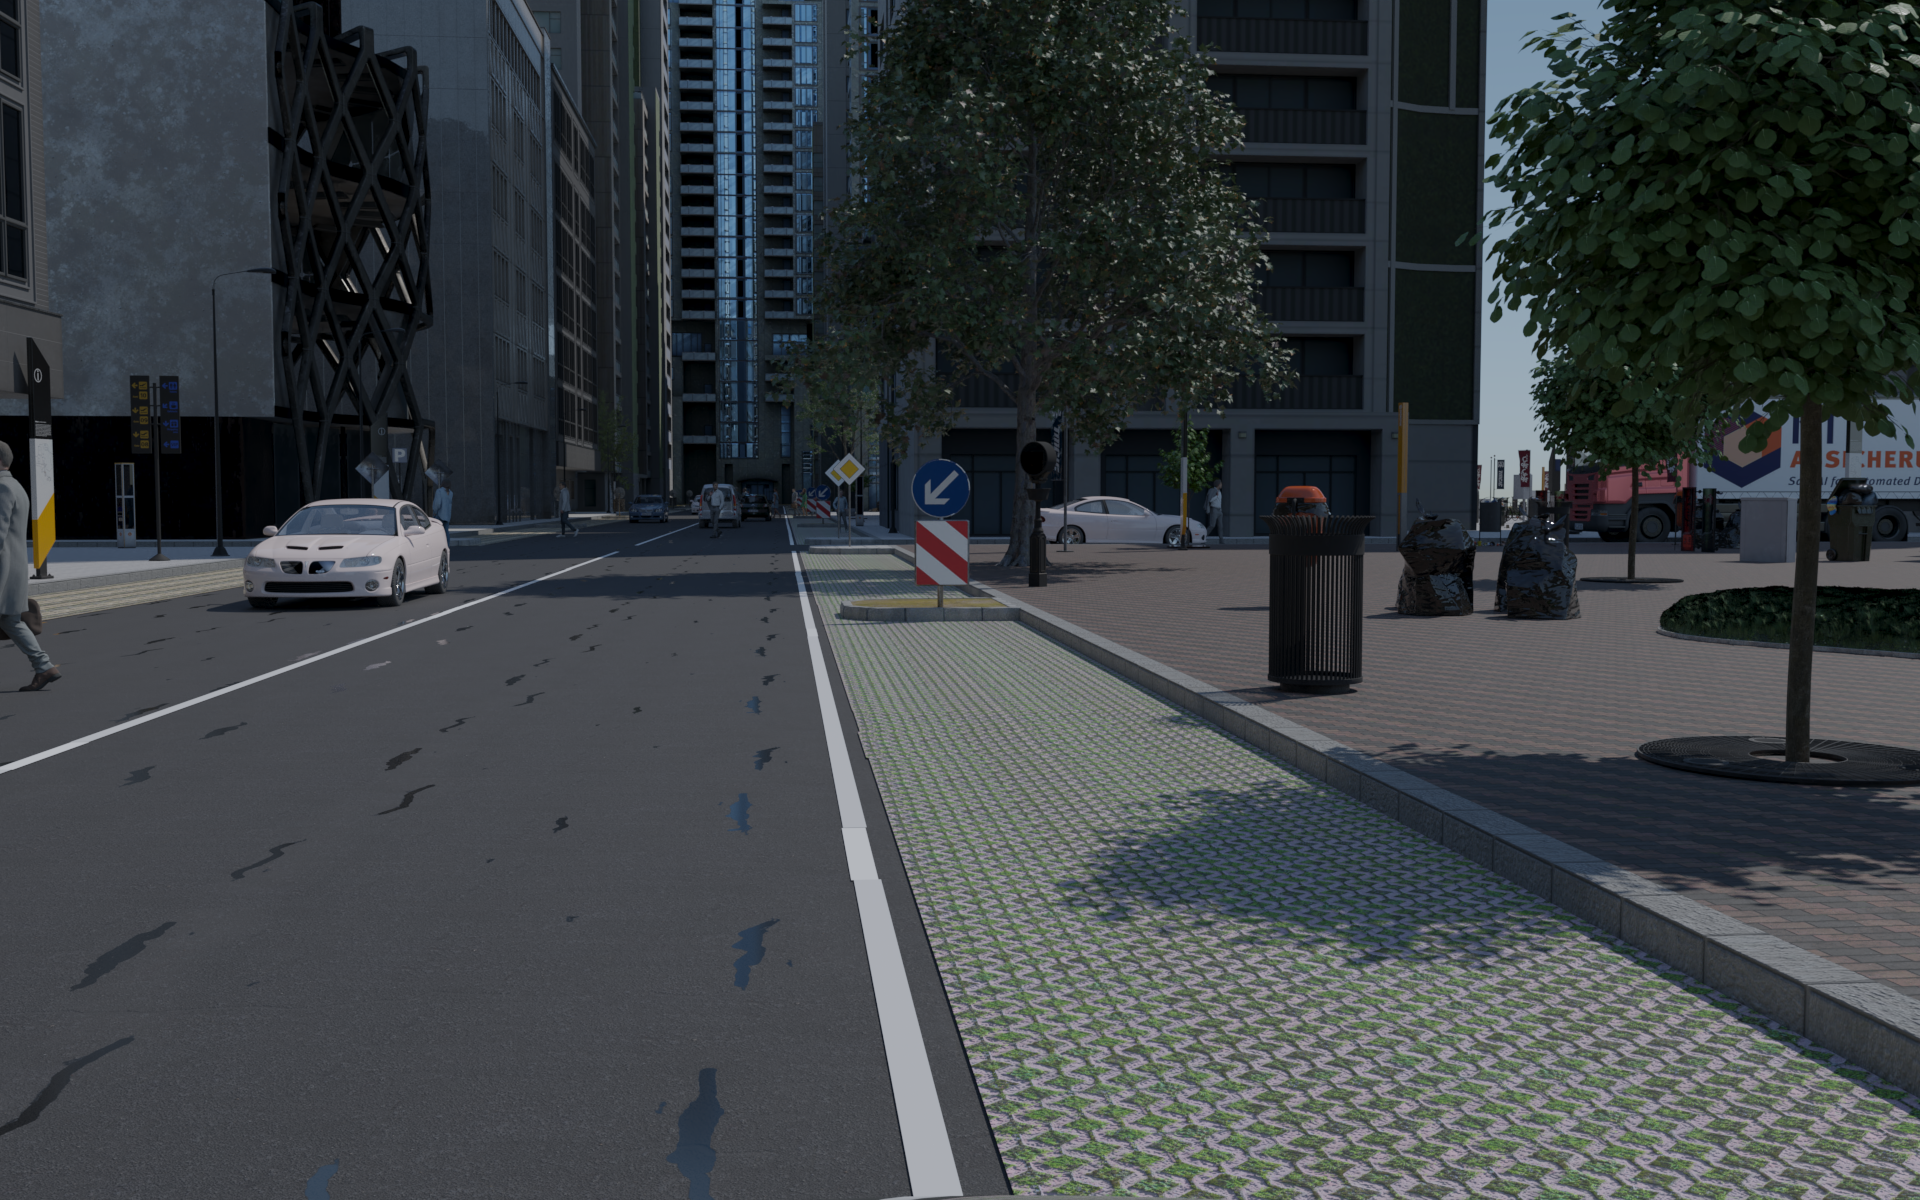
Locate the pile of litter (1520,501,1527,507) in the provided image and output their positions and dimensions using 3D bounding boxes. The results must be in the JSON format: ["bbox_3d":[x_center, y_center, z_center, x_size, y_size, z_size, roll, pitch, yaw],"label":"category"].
[{"bbox_3d":[40.154,-6.755,124.408,1.176,0.858,1.719,2,4,29],"label":"pile of litter"}]

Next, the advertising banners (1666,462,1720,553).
[{"bbox_3d":[16.352,-2.605,38.783,0.090,3.025,2.074,-1,4,-10],"label":"advertising banners"}]

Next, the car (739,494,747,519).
[{"bbox_3d":[-13.062,-5.472,99.252,2.009,1.686,4.222,0,4,-7],"label":"car"}]

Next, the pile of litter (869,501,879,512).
[{"bbox_3d":[-5.983,-6.721,123.850,1.176,0.858,1.719,1,4,14],"label":"pile of litter"}]

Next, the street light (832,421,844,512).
[{"bbox_3d":[-5.059,-6.524,79.215,1.470,5.913,1.316,0,4,-6],"label":"street light"}]

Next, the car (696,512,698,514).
[{"bbox_3d":[-18.701,-7.089,128.481,1.945,1.354,3.894,0,4,-5],"label":"car"}]

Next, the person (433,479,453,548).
[{"bbox_3d":[-12.108,-1.947,40.603,0.793,1.790,0.793,-1,4,-10],"label":"person"}]

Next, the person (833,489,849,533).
[{"bbox_3d":[-4.382,-3.270,63.778,0.589,1.601,0.330,0,4,-7],"label":"person"}]

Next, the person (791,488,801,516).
[{"bbox_3d":[-10.844,-6.412,113.462,0.853,1.813,0.709,-3,5,-41],"label":"person"}]

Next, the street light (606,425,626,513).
[{"bbox_3d":[-23.213,-8.835,116.987,1.470,5.913,1.316,0,4,-6],"label":"street light"}]

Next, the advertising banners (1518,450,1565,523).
[{"bbox_3d":[22.908,-4.400,68.122,2.074,3.025,0.090,3,5,43],"label":"advertising banners"}]

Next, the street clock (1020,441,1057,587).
[{"bbox_3d":[1.079,-1.185,23.949,0.471,2.002,0.358,3,4,38],"label":"street clock"}]

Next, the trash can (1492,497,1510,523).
[{"bbox_3d":[23.851,-3.959,76.391,0.748,1.137,0.748,0,3,0],"label":"trash can"}]

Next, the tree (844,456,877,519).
[{"bbox_3d":[-5.379,-5.779,89.094,1.663,3.219,1.824,0,3,0],"label":"tree"}]

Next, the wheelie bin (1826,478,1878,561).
[{"bbox_3d":[17.104,-1.545,33.167,0.980,1.594,0.693,-1,4,-20],"label":"wheelie bin"}]

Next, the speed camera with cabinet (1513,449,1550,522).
[{"bbox_3d":[25.505,-5.073,77.283,2.038,3.252,0.660,-3,4,-39],"label":"speed camera with cabinet"}]

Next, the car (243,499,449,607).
[{"bbox_3d":[-8.204,-0.681,23.497,2.083,1.381,4.827,0,4,-5],"label":"car"}]

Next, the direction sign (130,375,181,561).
[{"bbox_3d":[-15.381,-2.518,33.173,0.876,3.537,0.379,-1,4,-9],"label":"direction sign"}]

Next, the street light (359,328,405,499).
[{"bbox_3d":[-16.221,-4.649,48.556,1.470,5.913,1.316,0,4,-6],"label":"street light"}]

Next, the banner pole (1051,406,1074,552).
[{"bbox_3d":[2.228,-2.963,38.467,0.401,3.779,0.863,-2,4,-27],"label":"banner pole"}]

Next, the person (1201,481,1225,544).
[{"bbox_3d":[6.973,-2.379,47.502,0.850,1.850,0.679,2,4,32],"label":"person"}]

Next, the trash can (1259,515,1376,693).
[{"bbox_3d":[2.327,0.020,11.327,0.748,1.137,0.748,0,3,0],"label":"trash can"}]

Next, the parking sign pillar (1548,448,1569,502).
[{"bbox_3d":[32.897,-6.571,95.907,1.447,3.967,1.447,1,4,9],"label":"parking sign pillar"}]

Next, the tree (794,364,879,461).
[{"bbox_3d":[-7.595,-11.614,115.646,9.928,11.665,9.643,0,3,0],"label":"tree"}]

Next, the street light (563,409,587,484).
[{"bbox_3d":[-20.970,-7.442,94.213,1.470,5.913,1.316,0,4,-6],"label":"street light"}]

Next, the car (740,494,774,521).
[{"bbox_3d":[-10.929,-5.040,92.192,2.009,1.686,4.222,0,4,-4],"label":"car"}]

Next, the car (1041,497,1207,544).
[{"bbox_3d":[4.075,-2.023,45.439,4.827,1.381,2.083,0,4,-6],"label":"car"}]

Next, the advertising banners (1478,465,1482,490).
[{"bbox_3d":[30.517,-6.570,103.613,0.090,3.025,2.074,-1,4,-23],"label":"advertising banners"}]

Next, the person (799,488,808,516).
[{"bbox_3d":[-9.956,-6.253,110.986,0.529,1.795,0.600,-3,4,-36],"label":"person"}]

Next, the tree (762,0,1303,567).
[{"bbox_3d":[1.283,-6.954,30.712,9.611,12.733,9.660,0,3,0],"label":"tree"}]

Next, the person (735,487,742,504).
[{"bbox_3d":[-11.457,-4.901,88.808,0.661,1.801,0.590,1,4,22],"label":"person"}]

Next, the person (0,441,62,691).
[{"bbox_3d":[-6.910,-0.233,12.416,0.767,1.812,0.694,-1,4,-18],"label":"person"}]

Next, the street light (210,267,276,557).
[{"bbox_3d":[-14.723,-3.857,35.602,1.470,5.913,1.316,0,4,-6],"label":"street light"}]

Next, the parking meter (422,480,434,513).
[{"bbox_3d":[-21.456,-3.923,69.856,0.399,1.863,0.255,0,4,-2],"label":"parking meter"}]

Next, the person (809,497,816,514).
[{"bbox_3d":[-10.741,-7.091,125.902,0.593,1.643,0.415,-1,4,-13],"label":"person"}]

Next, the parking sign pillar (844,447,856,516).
[{"bbox_3d":[-6.378,-6.826,100.070,1.447,3.967,1.447,-1,4,-15],"label":"parking sign pillar"}]

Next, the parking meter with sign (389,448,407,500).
[{"bbox_3d":[-21.686,-4.298,66.527,0.543,3.016,1.738,-2,4,-30],"label":"parking meter with sign"}]

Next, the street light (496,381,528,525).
[{"bbox_3d":[-18.465,-6.042,71.331,1.470,5.913,1.316,0,4,-6],"label":"street light"}]

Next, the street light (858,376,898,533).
[{"bbox_3d":[-2.728,-5.132,56.450,1.470,5.913,1.316,0,4,-6],"label":"street light"}]

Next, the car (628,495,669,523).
[{"bbox_3d":[-15.615,-4.588,87.010,2.014,1.417,4.499,0,4,-6],"label":"car"}]

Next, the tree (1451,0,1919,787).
[{"bbox_3d":[3.997,-1.489,8.058,4.285,4.588,4.351,0,3,0],"label":"tree"}]

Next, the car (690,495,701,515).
[{"bbox_3d":[-17.923,-6.691,121.764,2.083,1.381,4.827,0,4,-8],"label":"car"}]

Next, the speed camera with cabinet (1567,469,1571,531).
[{"bbox_3d":[22.159,-4.026,60.161,2.038,3.252,0.660,1,4,20],"label":"speed camera with cabinet"}]

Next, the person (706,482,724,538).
[{"bbox_3d":[-8.003,-2.933,56.556,0.679,1.850,0.850,2,4,23],"label":"person"}]

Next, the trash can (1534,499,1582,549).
[{"bbox_3d":[11.908,-1.413,34.758,0.748,1.137,0.748,0,3,0],"label":"trash can"}]

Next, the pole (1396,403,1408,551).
[{"bbox_3d":[9.905,-2.749,38.783,0.158,3.312,0.155,0,3,0],"label":"pole"}]

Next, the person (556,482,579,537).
[{"bbox_3d":[-13.032,-3.004,57.468,0.795,1.843,0.661,0,4,-3],"label":"person"}]

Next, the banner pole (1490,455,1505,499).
[{"bbox_3d":[34.337,-7.373,110.565,0.863,3.779,0.401,1,4,13],"label":"banner pole"}]

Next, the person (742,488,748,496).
[{"bbox_3d":[-13.151,-5.920,105.481,0.721,1.800,0.419,2,4,33],"label":"person"}]

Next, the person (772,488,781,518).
[{"bbox_3d":[-10.840,-5.739,102.423,0.778,1.811,0.616,2,4,35],"label":"person"}]

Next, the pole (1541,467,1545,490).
[{"bbox_3d":[43.498,-8.281,129.240,0.158,3.312,0.155,0,3,0],"label":"pole"}]
